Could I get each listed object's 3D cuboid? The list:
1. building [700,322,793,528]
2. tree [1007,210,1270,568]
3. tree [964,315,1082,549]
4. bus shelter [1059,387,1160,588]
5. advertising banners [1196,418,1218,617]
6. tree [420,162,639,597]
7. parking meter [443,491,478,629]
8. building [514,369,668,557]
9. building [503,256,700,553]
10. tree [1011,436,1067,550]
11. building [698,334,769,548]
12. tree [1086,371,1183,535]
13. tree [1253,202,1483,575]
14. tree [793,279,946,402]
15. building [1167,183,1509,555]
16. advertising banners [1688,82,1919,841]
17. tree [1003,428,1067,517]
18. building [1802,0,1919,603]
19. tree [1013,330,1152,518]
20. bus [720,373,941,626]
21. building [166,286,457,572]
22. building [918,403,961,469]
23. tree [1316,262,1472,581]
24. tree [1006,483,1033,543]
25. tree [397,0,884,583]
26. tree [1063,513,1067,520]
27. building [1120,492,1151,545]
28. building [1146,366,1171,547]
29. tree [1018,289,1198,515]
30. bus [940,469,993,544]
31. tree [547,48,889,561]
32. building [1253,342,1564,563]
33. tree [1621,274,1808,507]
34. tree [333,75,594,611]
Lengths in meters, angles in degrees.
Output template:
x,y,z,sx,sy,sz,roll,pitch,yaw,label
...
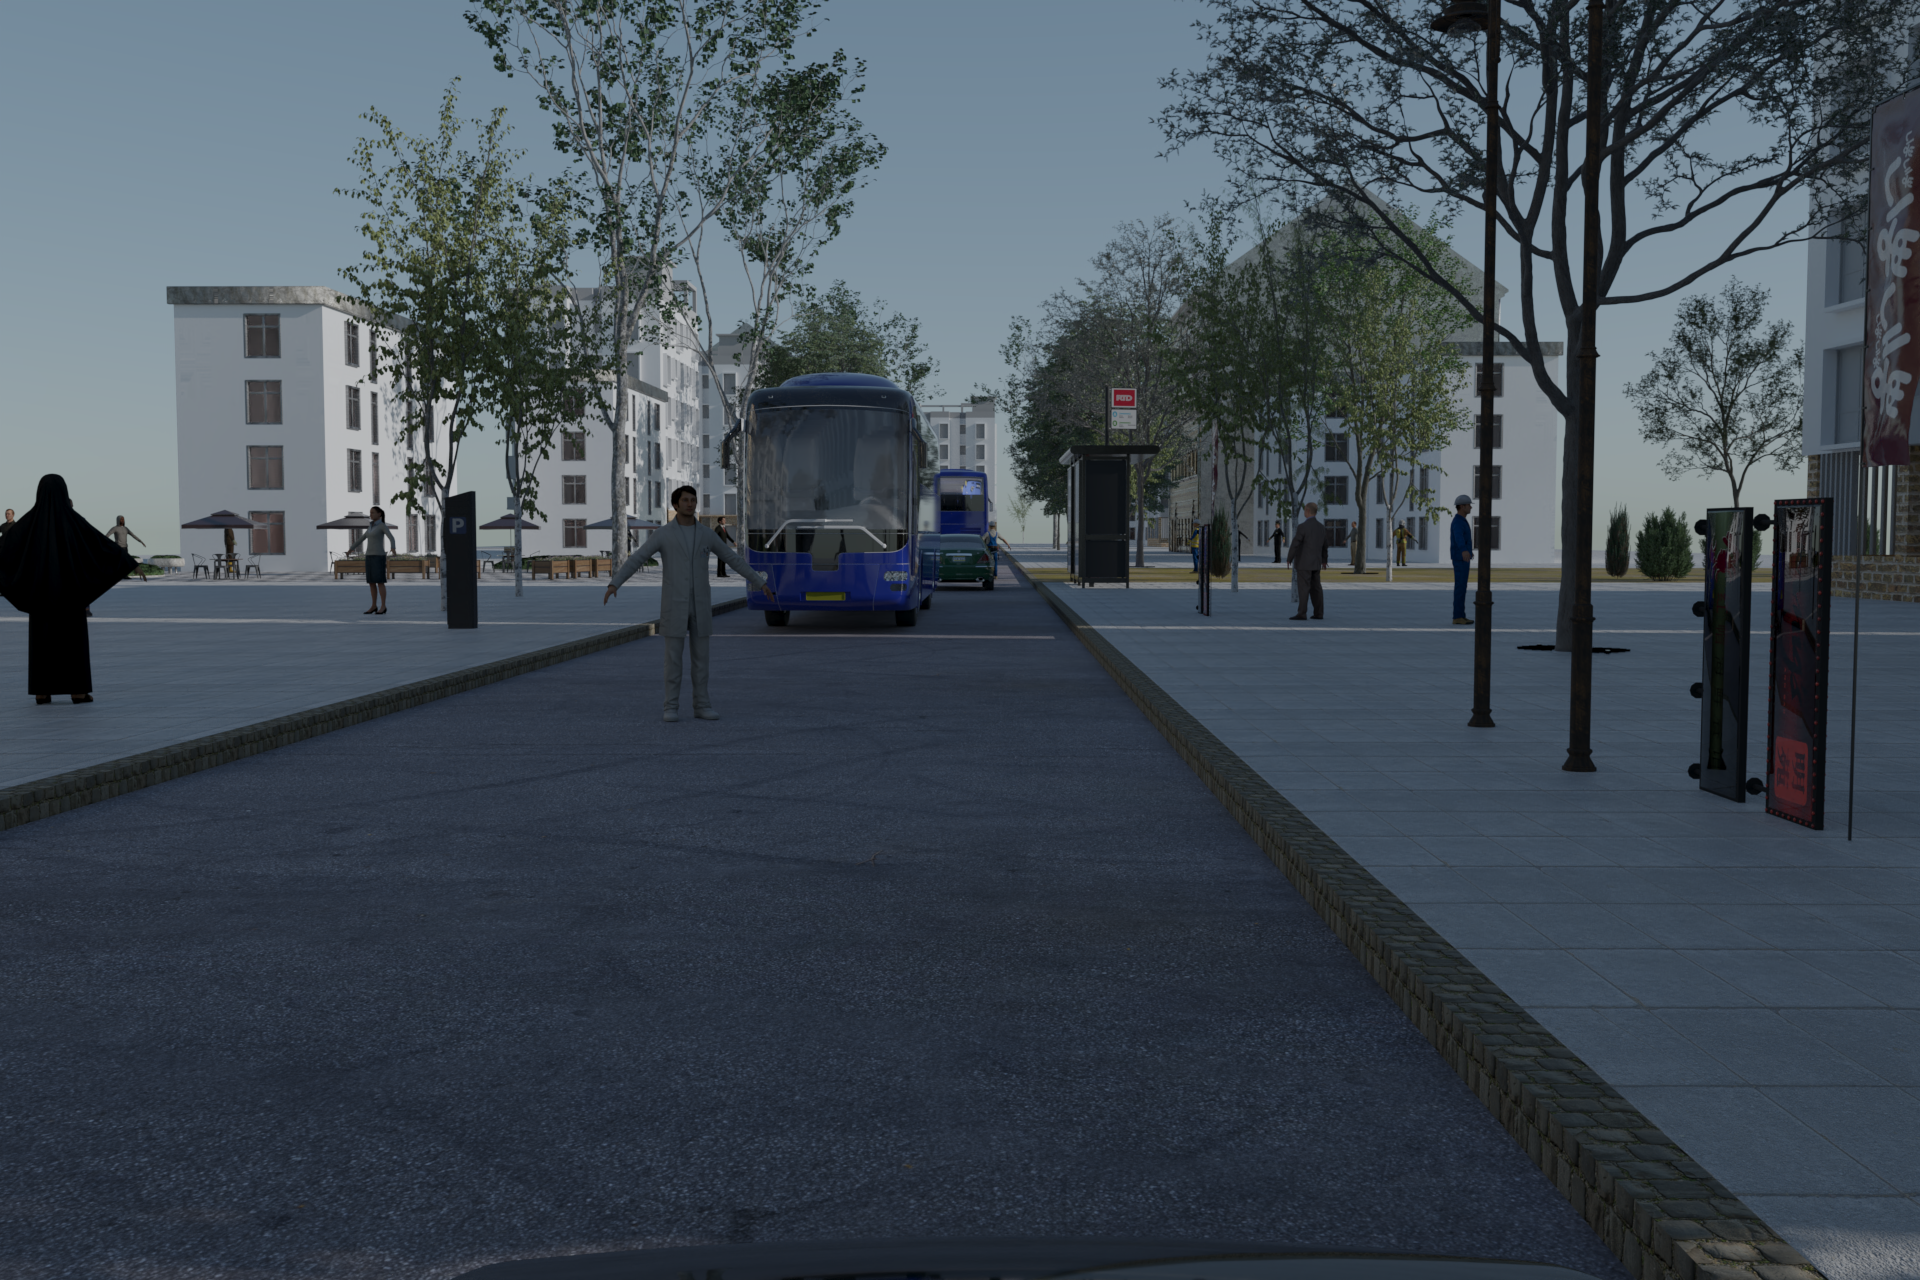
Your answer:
x,y,z,sx,sy,sz,roll,pitch,yaw,label
-22.154,-21.921,189.328,19.493,23.208,18.063,0,4,0,building
6.980,-9.534,66.255,12.009,13.543,11.850,0,3,0,tree
7.224,-18.025,150.603,12.611,20.169,13.585,0,3,0,tree
3.737,-4.122,45.032,2.179,5.291,8.768,0,4,1,bus shelter
3.878,-1.896,27.181,0.090,3.025,2.074,0,4,1,advertising banners
-8.838,-5.202,35.407,4.737,8.622,4.395,0,3,0,tree
-6.779,-1.088,23.500,0.399,1.863,0.255,0,4,2,parking meter
-21.767,-9.805,102.451,9.099,9.664,28.070,0,4,1,building
-25.025,-16.070,119.159,16.016,20.090,11.380,0,4,1,building
7.575,-12.358,136.464,8.767,10.594,7.601,2,4,34,tree
-24.322,-18.857,164.728,16.016,20.090,11.380,0,3,0,building
7.499,-7.765,77.320,4.737,8.622,4.395,0,3,0,tree
12.857,-7.908,55.049,9.928,11.665,9.643,0,3,0,tree
-7.371,-16.594,127.202,12.611,20.169,13.585,0,3,0,tree
24.348,-17.469,116.553,19.493,23.208,18.063,0,4,1,building
3.725,-0.702,7.670,0.090,3.025,2.074,0,4,1,advertising banners
7.429,-11.333,119.708,8.767,10.594,7.601,-3,5,-43,tree
22.785,-10.860,33.976,16.016,20.090,11.380,0,4,1,building
7.453,-12.068,103.972,9.857,13.997,8.962,0,3,0,tree
-1.783,-2.362,30.167,2.896,3.916,12.251,0,4,1,bus
-25.934,-7.992,72.818,9.099,9.664,28.070,0,4,0,building
-5.992,-23.401,241.476,11.380,20.090,16.016,0,4,-1,building
11.592,-5.878,46.462,4.737,8.622,4.395,0,3,0,tree
9.093,-17.844,242.109,4.360,8.622,3.978,0,3,0,tree
-8.446,-11.643,46.257,12.611,20.169,13.585,0,3,0,tree
16.658,-17.935,243.605,4.360,8.622,3.978,0,3,0,tree
22.493,-16.064,204.796,9.099,9.664,28.070,0,4,1,building
24.699,-19.851,180.982,16.016,20.090,11.380,0,4,1,building
7.906,-11.277,91.036,9.857,13.997,8.962,0,3,0,tree
-0.211,-4.453,64.355,2.896,3.916,12.251,0,4,1,bus
-9.561,-13.007,68.561,12.611,20.169,13.585,0,3,0,tree
21.862,-9.026,89.715,9.099,9.664,28.070,0,4,1,building
27.779,-7.768,61.418,8.767,10.594,7.601,2,4,27,tree
-8.495,-4.803,28.889,4.737,8.622,4.395,0,3,0,tree
